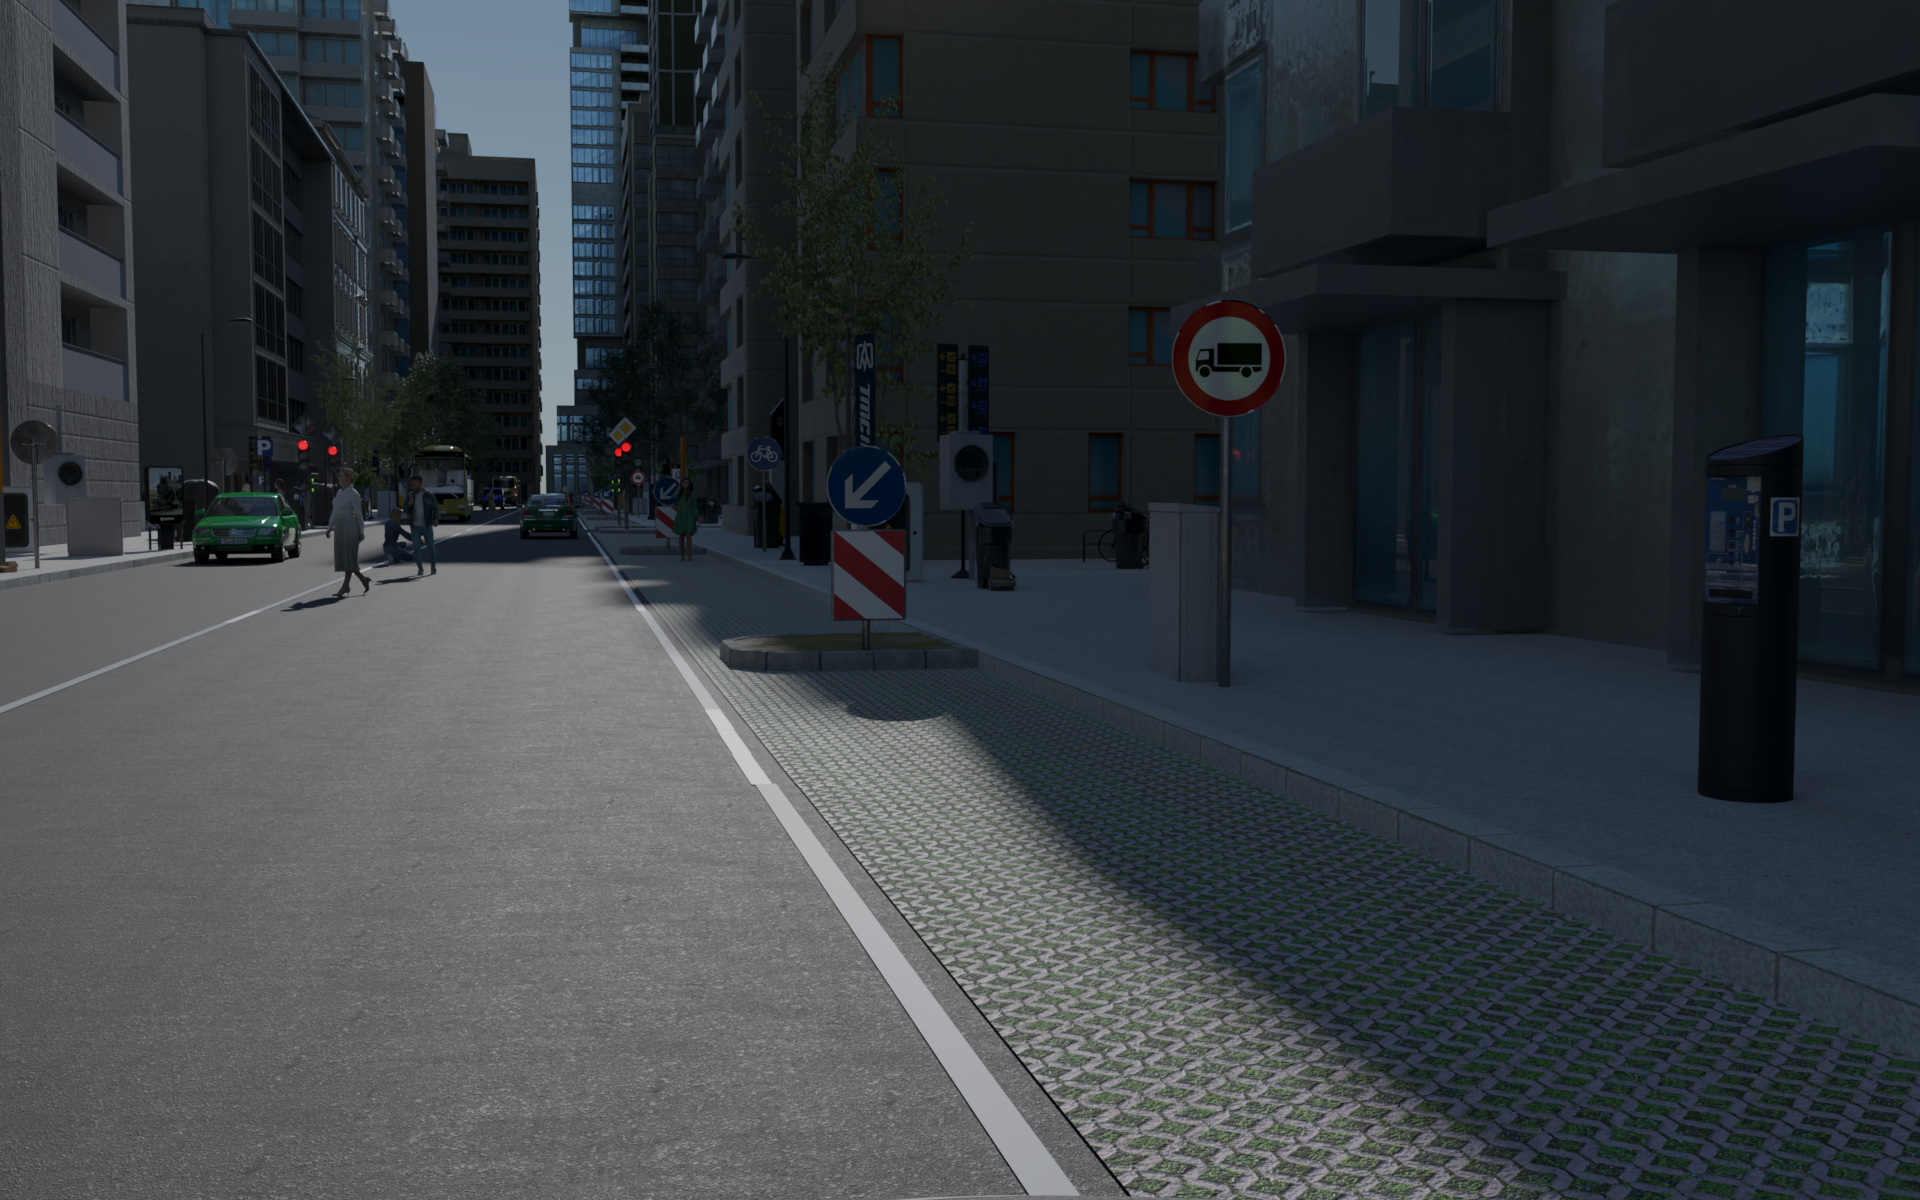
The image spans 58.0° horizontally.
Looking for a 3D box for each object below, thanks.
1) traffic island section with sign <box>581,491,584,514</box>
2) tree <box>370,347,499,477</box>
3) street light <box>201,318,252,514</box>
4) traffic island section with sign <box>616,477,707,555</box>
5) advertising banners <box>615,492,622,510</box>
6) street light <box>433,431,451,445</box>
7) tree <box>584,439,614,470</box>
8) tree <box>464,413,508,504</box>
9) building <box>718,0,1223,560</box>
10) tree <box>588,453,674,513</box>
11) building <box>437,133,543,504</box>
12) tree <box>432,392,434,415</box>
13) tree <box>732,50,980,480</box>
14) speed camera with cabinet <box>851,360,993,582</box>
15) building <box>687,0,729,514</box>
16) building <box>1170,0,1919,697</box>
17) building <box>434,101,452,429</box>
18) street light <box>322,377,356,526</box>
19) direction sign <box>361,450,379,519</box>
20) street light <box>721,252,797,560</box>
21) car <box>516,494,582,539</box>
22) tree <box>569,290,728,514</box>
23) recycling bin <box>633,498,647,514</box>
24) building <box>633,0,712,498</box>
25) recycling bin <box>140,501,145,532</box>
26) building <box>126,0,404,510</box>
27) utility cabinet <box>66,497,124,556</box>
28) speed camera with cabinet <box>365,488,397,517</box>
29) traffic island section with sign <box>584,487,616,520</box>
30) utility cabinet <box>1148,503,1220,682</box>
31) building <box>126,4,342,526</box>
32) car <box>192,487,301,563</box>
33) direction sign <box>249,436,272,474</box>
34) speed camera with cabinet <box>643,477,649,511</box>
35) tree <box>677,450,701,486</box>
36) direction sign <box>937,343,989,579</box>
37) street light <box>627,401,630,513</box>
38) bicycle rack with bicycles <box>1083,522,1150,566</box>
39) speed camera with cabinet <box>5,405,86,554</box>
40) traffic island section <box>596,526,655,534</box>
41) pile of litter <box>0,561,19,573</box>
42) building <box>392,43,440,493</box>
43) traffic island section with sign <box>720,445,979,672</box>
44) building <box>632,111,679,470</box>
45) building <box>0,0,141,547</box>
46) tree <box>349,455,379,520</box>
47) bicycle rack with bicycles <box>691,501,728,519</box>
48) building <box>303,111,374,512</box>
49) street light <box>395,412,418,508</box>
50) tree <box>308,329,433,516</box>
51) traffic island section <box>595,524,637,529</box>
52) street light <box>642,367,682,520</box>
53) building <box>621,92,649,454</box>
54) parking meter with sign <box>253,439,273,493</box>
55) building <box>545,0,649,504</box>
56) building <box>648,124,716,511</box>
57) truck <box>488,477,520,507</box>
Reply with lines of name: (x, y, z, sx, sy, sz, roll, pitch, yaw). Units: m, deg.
traffic island section with sign: (-25.588, -6.913, 121.649, 1.989, 1.847, 2.006, -1, 4, -13)
tree: (-40.985, -13.359, 135.419, 9.611, 12.733, 9.660, 0, 3, 0)
street light: (-19.361, -4.476, 45.719, 1.470, 5.913, 1.316, -1, 4, -13)
traffic island section with sign: (-7.106, -1.998, 41.292, 1.989, 1.847, 2.006, -1, 4, -13)
advertising banners: (-26.836, -8.602, 136.828, 0.090, 3.025, 2.074, -2, 4, -35)
street light: (-38.072, -9.462, 127.252, 1.470, 5.913, 1.316, -1, 4, -13)
tree: (-43.634, -15.916, 210.596, 4.360, 8.622, 3.978, 0, 3, 0)
tree: (-60.540, -17.811, 216.961, 9.928, 11.665, 9.643, 0, 3, 0)
building: (8.288, -12.518, 49.709, 27.650, 21.520, 28.899, -1, 4, -13)
tree: (-22.788, -8.260, 118.757, 4.285, 4.588, 4.351, 0, 3, 0)
building: (-68.042, -37.397, 235.144, 21.600, 48.544, 21.300, -1, 4, -13)
tree: (-33.483, -9.366, 103.491, 4.737, 8.622, 4.395, 0, 3, 0)
tree: (-1.838, -4.821, 29.194, 4.737, 8.622, 4.395, 0, 3, 0)
speed camera with cabinet: (-0.569, -1.897, 25.350, 2.038, 3.252, 0.660, -1, 4, -16)
building: (-5.145, -30.063, 111.143, 23.786, 49.044, 30.456, -1, 4, -13)
building: (15.698, -23.998, 11.982, 23.786, 49.044, 30.456, -1, 4, -13)
building: (-73.750, -35.264, 196.168, 30.456, 49.044, 23.786, -1, 4, -13)
street light: (-24.699, -5.895, 68.919, 1.470, 5.913, 1.316, -1, 4, -13)
direction sign: (-30.214, -5.920, 88.789, 0.876, 3.537, 0.379, 0, 3, 0)
street light: (-3.896, -3.733, 33.584, 1.470, 5.913, 1.316, -1, 4, -13)
car: (-13.579, -2.777, 57.208, 2.131, 1.459, 4.920, -1, 4, -13)
tree: (-13.269, -8.891, 79.775, 7.601, 10.594, 8.767, 0, 4, 1)
recycling bin: (-20.320, -5.951, 109.856, 0.722, 1.027, 0.722, 2, 4, 27)
building: (-22.118, -44.855, 171.636, 20.563, 71.187, 20.611, -1, 4, -13)
recycling bin: (-28.169, -2.826, 58.765, 0.722, 1.027, 0.722, 0, 4, 3)
building: (-60.788, -32.576, 152.221, 23.786, 49.044, 30.456, -1, 4, -13)
utility cabinet: (-17.938, -1.515, 35.930, 1.020, 1.237, 0.306, -1, 4, -22)
speed camera with cabinet: (-32.543, -6.257, 96.635, 2.038, 3.252, 0.660, -1, 4, -10)
traffic island section with sign: (-19.455, -5.283, 95.005, 1.989, 1.847, 2.006, -1, 4, -13)
utility cabinet: (1.586, -0.068, 12.281, 0.306, 1.237, 1.020, 0, 4, -6)
building: (-39.120, -16.145, 83.042, 14.314, 24.678, 30.058, -1, 4, -13)
car: (-15.420, -1.758, 37.543, 1.959, 1.807, 4.718, -1, 4, -15)
direction sign: (-27.343, -4.632, 67.726, 0.876, 3.537, 0.379, 0, 4, 2)
speed camera with cabinet: (-24.073, -8.504, 133.373, 0.660, 3.252, 2.038, -1, 4, -8)
tree: (-21.100, -8.941, 129.899, 4.285, 4.588, 4.351, 0, 3, 0)
direction sign: (0.047, -2.099, 26.316, 0.876, 3.537, 0.379, -2, 4, -27)
street light: (-16.026, -6.959, 86.326, 1.470, 5.913, 1.316, -1, 4, -13)
bicycle rack with bicycles: (3.746, -1.155, 32.260, 2.925, 0.926, 2.852, -2, 4, -30)
speed camera with cabinet: (-20.303, -2.666, 37.919, 0.660, 3.252, 2.038, 3, 4, 37)
traffic island section: (-12.150, -2.506, 63.246, 2.009, 0.180, 2.903, -1, 4, -13)
pile of litter: (-16.210, -0.895, 28.596, 1.176, 0.858, 1.719, -2, 4, -32)
building: (-60.525, -32.119, 175.261, 14.600, 45.320, 14.200, -1, 4, -13)
traffic island section with sign: (-1.032, -0.382, 14.876, 1.989, 1.847, 2.006, -1, 4, -13)
building: (-28.661, -30.955, 189.703, 14.154, 41.232, 14.086, -1, 4, -13)
building: (-37.499, -30.661, 43.299, 28.212, 58.520, 21.231, -1, 4, -13)
tree: (-29.424, -5.494, 84.433, 1.663, 3.219, 1.824, 0, 3, 0)
bicycle rack with bicycles: (-13.058, -4.660, 89.580, 2.925, 0.926, 2.852, 2, 4, 35)
building: (-44.882, -19.121, 109.886, 12.463, 27.353, 25.104, -1, 4, -13)
street light: (-31.449, -7.691, 98.292, 1.470, 5.913, 1.316, -1, 4, -13)
tree: (-27.268, -7.811, 78.065, 4.737, 8.622, 4.395, 0, 3, 0)
traffic island section: (-13.940, -2.982, 71.029, 2.009, 0.180, 2.903, -1, 4, -13)
street light: (-10.752, -5.558, 63.420, 1.470, 5.913, 1.316, -1, 4, -13)
building: (-29.162, -35.715, 207.638, 21.300, 48.544, 21.600, -1, 4, -13)
parking meter with sign: (-22.452, -3.637, 55.721, 0.543, 3.016, 1.738, -2, 4, -27)
building: (-41.841, -56.690, 239.547, 31.000, 86.520, 22.319, -1, 4, -13)
building: (-17.689, -22.517, 139.847, 14.160, 30.474, 14.107, -1, 4, -13)
truck: (-51.433, -12.229, 195.869, 3.469, 3.379, 9.791, -1, 4, -13)
